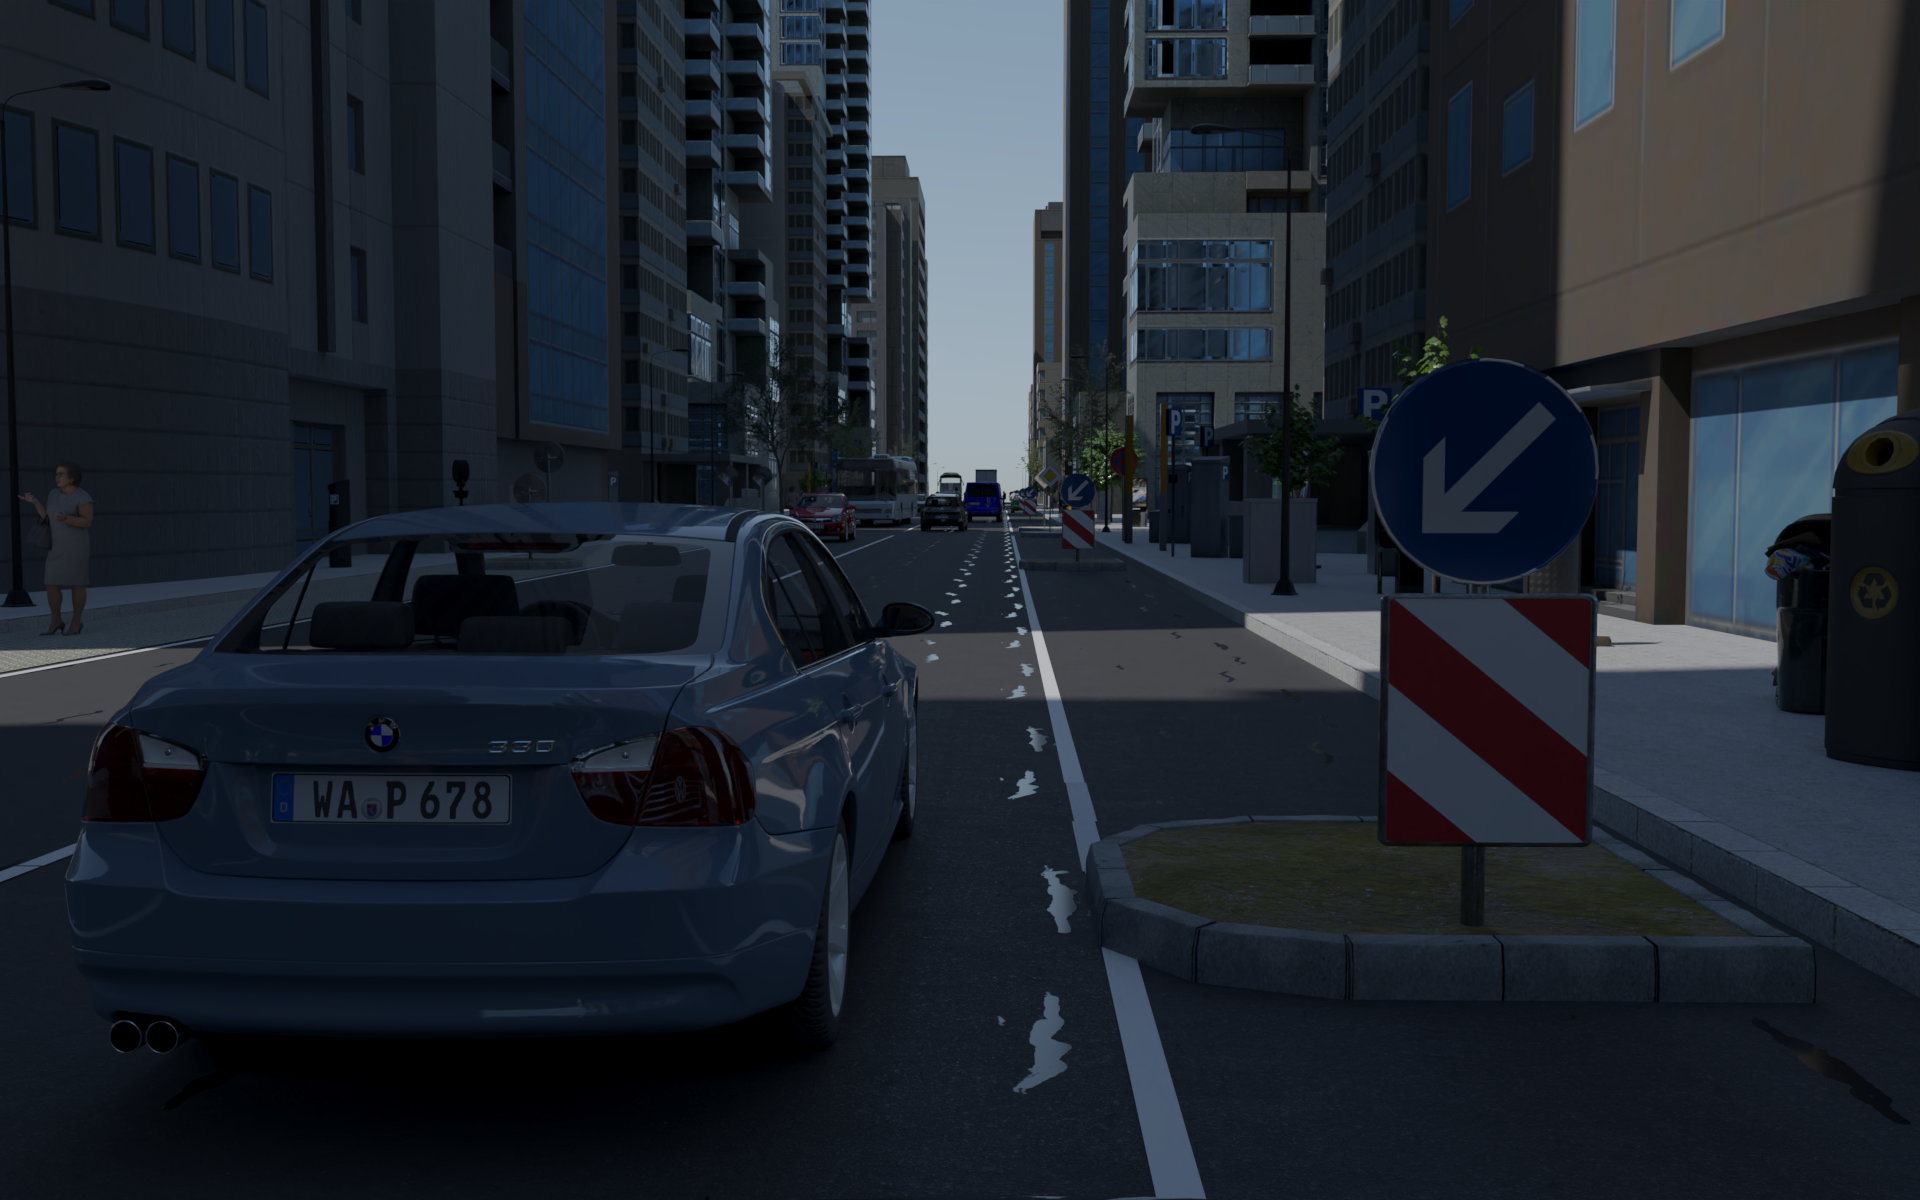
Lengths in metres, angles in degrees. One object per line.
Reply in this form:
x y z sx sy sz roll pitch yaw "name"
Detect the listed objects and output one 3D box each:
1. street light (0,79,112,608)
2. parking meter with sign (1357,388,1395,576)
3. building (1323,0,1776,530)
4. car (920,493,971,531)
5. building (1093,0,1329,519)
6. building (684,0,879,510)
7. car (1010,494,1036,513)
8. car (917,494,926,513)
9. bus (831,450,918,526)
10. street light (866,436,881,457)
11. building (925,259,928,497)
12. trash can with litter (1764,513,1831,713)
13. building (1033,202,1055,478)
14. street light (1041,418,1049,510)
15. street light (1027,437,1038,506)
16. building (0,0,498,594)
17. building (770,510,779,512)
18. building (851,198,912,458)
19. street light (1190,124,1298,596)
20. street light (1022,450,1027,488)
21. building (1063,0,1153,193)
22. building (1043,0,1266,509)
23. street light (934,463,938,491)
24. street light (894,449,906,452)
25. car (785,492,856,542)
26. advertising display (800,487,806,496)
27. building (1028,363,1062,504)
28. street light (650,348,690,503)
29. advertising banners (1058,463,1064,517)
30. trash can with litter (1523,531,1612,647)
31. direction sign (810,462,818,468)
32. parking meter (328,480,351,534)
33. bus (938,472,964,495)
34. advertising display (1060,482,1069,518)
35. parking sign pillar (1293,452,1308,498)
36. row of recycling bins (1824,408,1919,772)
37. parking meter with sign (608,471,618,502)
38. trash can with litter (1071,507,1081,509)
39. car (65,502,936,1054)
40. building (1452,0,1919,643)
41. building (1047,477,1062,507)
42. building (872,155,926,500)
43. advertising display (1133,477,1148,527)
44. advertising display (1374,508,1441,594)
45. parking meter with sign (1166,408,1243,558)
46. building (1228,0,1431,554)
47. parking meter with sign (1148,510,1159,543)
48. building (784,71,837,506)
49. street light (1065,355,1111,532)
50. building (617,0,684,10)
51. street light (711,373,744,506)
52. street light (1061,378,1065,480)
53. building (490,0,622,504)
-10.194 -2.875 19.549 1.470 5.913 1.316 0 4 1 "street light"
6.776 -1.922 27.684 0.543 3.016 1.738 0 4 2 "parking meter with sign"
23.788 -25.844 72.657 14.200 45.320 14.600 0 4 1 "building"
-0.604 -3.571 68.168 2.009 1.686 4.222 0 4 3 "car"
18.554 -48.245 101.480 22.319 86.520 31.000 0 4 1 "building"
-19.260 -53.030 179.708 22.319 86.520 31.000 0 4 1 "building"
4.657 -7.288 127.953 1.959 1.807 4.718 0 4 0 "car"
-3.109 -6.689 119.157 2.009 1.686 4.222 0 4 -1 "car"
-3.742 -5.211 80.064 2.948 3.499 13.247 0 4 3 "bus"
-7.172 -10.416 142.848 1.470 5.913 1.316 0 4 1 "street light"
-12.705 -37.294 293.348 14.154 41.232 14.086 0 4 1 "building"
5.091 0.059 10.428 0.624 1.170 1.055 1 4 15 "trash can with litter"
18.140 -37.559 264.195 14.600 45.320 14.200 0 4 1 "building"
5.725 -8.117 105.247 1.470 5.913 1.316 0 4 1 "street light"
6.566 -10.587 145.642 1.470 5.913 1.316 0 4 1 "street light"
-21.838 -29.592 25.828 21.231 58.520 28.212 0 4 1 "building"
-23.148 -48.944 112.910 22.319 86.520 31.000 0 4 1 "building"
-13.785 -33.596 232.887 14.154 41.232 14.086 0 4 1 "building"
3.589 -3.018 21.889 1.470 5.913 1.316 0 4 1 "street light"
7.525 -12.769 181.315 1.470 5.913 1.316 0 4 1 "street light"
15.073 -29.557 133.374 14.600 45.320 14.200 0 4 1 "building"
21.201 -54.182 198.541 22.319 86.520 31.000 0 4 1 "building"
-4.202 -17.696 261.864 1.470 5.913 1.316 0 4 1 "street light"
-6.292 -12.634 179.100 1.470 5.913 1.316 0 4 1 "street light"
-4.209 -2.683 52.908 2.155 1.783 4.494 0 4 1 "car"
-11.133 -7.339 125.214 0.974 1.923 0.123 2 4 24 "advertising display"
25.317 -26.986 286.263 27.650 21.520 28.899 0 4 1 "building"
-9.286 -5.057 55.223 1.470 5.913 1.316 0 4 1 "street light"
5.676 -6.170 97.072 0.090 3.025 2.074 1 4 11 "advertising banners"
4.602 -0.219 14.638 2.233 1.210 1.678 -1 4 -17 "trash can with litter"
-10.418 -8.013 123.004 0.876 3.537 0.379 3 4 39 "direction sign"
-10.850 -1.338 30.289 0.372 1.533 0.369 0 3 0 "parking meter"
-1.053 -12.572 197.096 2.896 3.916 12.252 0 4 0 "bus"
5.654 -5.410 93.672 0.123 1.923 0.974 -1 4 -23 "advertising display"
13.161 -4.727 65.764 1.447 3.967 1.447 -1 4 -19 "parking sign pillar"
4.581 0.009 6.966 1.069 1.692 3.534 0 4 5 "row of recycling bins"
-11.923 -3.807 58.503 1.738 3.016 0.543 3 5 43 "parking meter with sign"
5.806 -4.783 89.593 0.624 1.170 1.055 -3 4 -36 "trash can with litter"
-1.116 0.379 5.800 2.014 1.417 4.499 0 4 2 "car"
13.525 -22.434 16.902 14.600 45.320 14.200 0 4 1 "building"
25.020 -29.390 172.408 32.217 40.220 23.993 0 4 1 "building"
-16.123 -38.365 250.964 21.300 48.544 21.600 0 4 1 "building"
6.837 -3.787 67.139 0.974 1.923 0.123 2 4 33 "advertising display"
5.805 -1.046 22.324 0.974 1.923 0.123 -1 4 -16 "advertising display"
5.049 -2.367 34.969 1.738 3.016 0.543 2 4 34 "parking meter with sign"
22.836 -21.529 43.885 32.217 40.220 23.993 0 4 1 "building"
5.705 -2.979 44.967 1.738 3.016 0.543 3 5 40 "parking meter with sign"
-24.679 -28.237 153.562 32.217 40.220 23.993 0 4 1 "building"
4.365 -5.223 57.932 1.470 5.913 1.316 0 4 1 "street light"
-25.731 -23.641 78.406 32.217 40.220 23.993 0 4 1 "building"
-8.951 -5.735 66.311 1.470 5.913 1.316 0 4 1 "street light"
4.717 -5.921 69.357 1.470 5.913 1.316 0 4 1 "street light"
-18.281 -24.366 48.500 14.200 45.320 14.600 0 4 1 "building"
